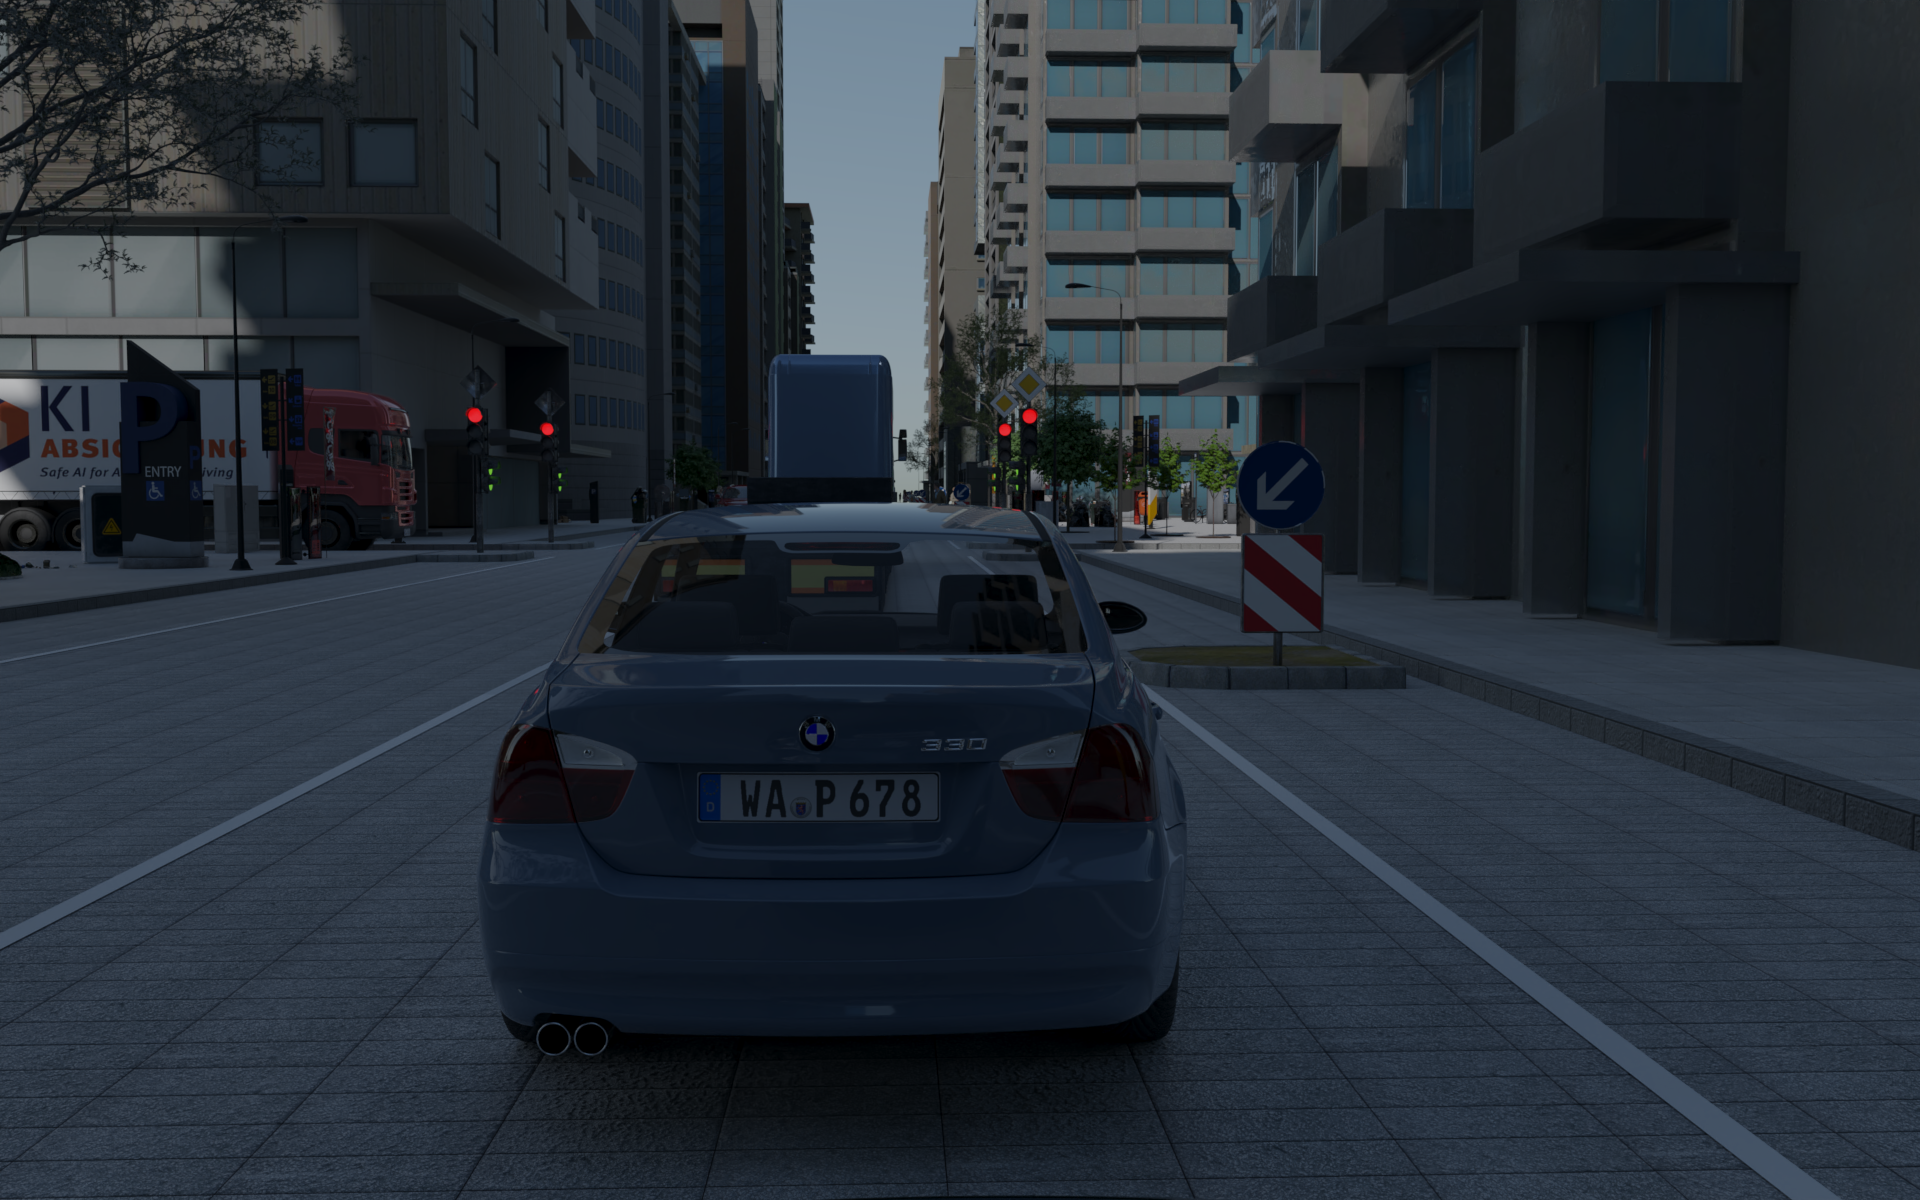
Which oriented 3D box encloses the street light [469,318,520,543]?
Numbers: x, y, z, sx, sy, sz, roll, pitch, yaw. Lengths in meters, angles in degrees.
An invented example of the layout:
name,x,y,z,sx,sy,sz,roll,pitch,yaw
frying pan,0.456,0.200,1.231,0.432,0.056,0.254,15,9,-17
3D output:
name,x,y,z,sx,sy,sz,roll,pitch,yaw
street light,-12.277,-4.474,45.699,1.470,5.913,1.316,0,4,-2

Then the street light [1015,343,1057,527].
name,x,y,z,sx,sy,sz,roll,pitch,yaw
street light,2.386,-4.943,53.361,1.470,5.913,1.316,0,4,-2

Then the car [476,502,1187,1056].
name,x,y,z,sx,sy,sz,roll,pitch,yaw
car,-0.320,0.378,5.817,2.014,1.417,4.499,0,4,-1

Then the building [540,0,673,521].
name,x,y,z,sx,sy,sz,roll,pitch,yaw
building,-27.903,-33.673,92.550,21.231,58.520,28.212,0,4,-2

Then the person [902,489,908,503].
name,x,y,z,sx,sy,sz,roll,pitch,yaw
person,-3.892,-6.759,119.603,0.643,1.750,0.593,1,4,8

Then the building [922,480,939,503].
name,x,y,z,sx,sy,sz,roll,pitch,yaw
building,11.327,-32.485,223.017,32.217,40.220,23.993,0,4,-2

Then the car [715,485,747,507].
name,x,y,z,sx,sy,sz,roll,pitch,yaw
car,-8.663,-3.742,69.852,2.281,1.827,5.304,0,4,-1

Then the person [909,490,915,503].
name,x,y,z,sx,sy,sz,roll,pitch,yaw
person,-3.373,-6.853,121.542,0.512,1.701,0.522,0,4,0

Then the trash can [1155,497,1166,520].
name,x,y,z,sx,sy,sz,roll,pitch,yaw
trash can,9.969,-4.546,85.976,0.748,1.137,0.748,0,3,0

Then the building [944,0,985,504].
name,x,y,z,sx,sy,sz,roll,pitch,yaw
building,10.159,-51.715,158.213,22.319,86.520,31.000,0,4,-2

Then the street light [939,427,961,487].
name,x,y,z,sx,sy,sz,roll,pitch,yaw
street light,-0.500,-9.060,120.677,1.470,5.913,1.316,0,4,-2

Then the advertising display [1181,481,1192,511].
name,x,y,z,sx,sy,sz,roll,pitch,yaw
advertising display,11.121,-4.889,85.147,0.123,1.923,0.974,-1,4,-20

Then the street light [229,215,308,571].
name,x,y,z,sx,sy,sz,roll,pitch,yaw
street light,-11.552,-3.452,28.980,1.470,5.913,1.316,0,4,-2

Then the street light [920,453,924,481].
name,x,y,z,sx,sy,sz,roll,pitch,yaw
street light,-3.734,-13.723,196.913,1.470,5.913,1.316,0,4,-2

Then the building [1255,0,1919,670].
name,x,y,z,sx,sy,sz,roll,pitch,yaw
building,16.109,-24.593,21.710,23.786,49.044,30.456,0,4,-2

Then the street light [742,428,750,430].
name,x,y,z,sx,sy,sz,roll,pitch,yaw
street light,-15.538,-9.164,122.365,1.470,5.913,1.316,0,4,-2

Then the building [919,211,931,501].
name,x,y,z,sx,sy,sz,roll,pitch,yaw
building,5.708,-39.461,264.798,23.786,49.044,30.456,0,4,-2

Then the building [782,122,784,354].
name,x,y,z,sx,sy,sz,roll,pitch,yaw
building,-25.723,-30.341,179.666,14.154,41.232,14.086,0,4,-2

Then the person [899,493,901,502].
name,x,y,z,sx,sy,sz,roll,pitch,yaw
person,-8.661,-14.707,250.427,0.415,1.643,0.593,1,4,20

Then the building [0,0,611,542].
name,x,y,z,sx,sy,sz,roll,pitch,yaw
building,-27.373,-28.605,56.930,28.713,52.752,27.495,0,4,-2

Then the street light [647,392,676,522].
name,x,y,z,sx,sy,sz,roll,pitch,yaw
street light,-13.683,-6.528,79.276,1.470,5.913,1.316,0,4,-2

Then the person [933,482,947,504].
name,x,y,z,sx,sy,sz,roll,pitch,yaw
person,-0.736,-3.088,58.899,0.656,1.842,0.836,1,4,16

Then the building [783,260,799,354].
name,x,y,z,sx,sy,sz,roll,pitch,yaw
building,-26.952,-26.886,211.292,14.160,30.474,14.107,0,4,-2

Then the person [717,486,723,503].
name,x,y,z,sx,sy,sz,roll,pitch,yaw
person,-10.504,-4.144,76.429,0.526,1.800,0.537,1,4,23

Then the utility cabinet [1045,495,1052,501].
name,x,y,z,sx,sy,sz,roll,pitch,yaw
utility cabinet,4.078,-4.586,86.147,1.020,1.237,0.306,-2,4,-33

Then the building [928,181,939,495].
name,x,y,z,sx,sy,sz,roll,pitch,yaw
building,2.636,-36.191,241.837,14.600,45.320,14.200,0,4,-2

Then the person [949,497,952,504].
name,x,y,z,sx,sy,sz,roll,pitch,yaw
person,-0.472,-4.642,88.652,0.590,1.304,0.306,-3,5,-43

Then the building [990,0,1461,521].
name,x,y,z,sx,sy,sz,roll,pitch,yaw
building,13.395,-29.681,104.886,23.786,49.044,30.456,0,4,-2

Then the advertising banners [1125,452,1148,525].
name,x,y,z,sx,sy,sz,roll,pitch,yaw
advertising banners,7.405,-4.648,72.180,0.090,3.025,2.074,-2,4,-26

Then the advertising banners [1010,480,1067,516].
name,x,y,z,sx,sy,sz,roll,pitch,yaw
advertising banners,2.884,-4.180,64.527,2.074,3.025,0.090,0,4,-1

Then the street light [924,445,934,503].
name,x,y,z,sx,sy,sz,roll,pitch,yaw
street light,-2.359,-11.652,163.058,1.470,5.913,1.316,0,4,-2

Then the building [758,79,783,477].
name,x,y,z,sx,sy,sz,roll,pitch,yaw
building,-24.820,-29.482,165.633,14.154,41.232,14.086,0,4,-2

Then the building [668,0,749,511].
name,x,y,z,sx,sy,sz,roll,pitch,yaw
building,-32.828,-26.926,132.121,32.217,40.220,23.993,0,4,-2

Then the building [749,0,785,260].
name,x,y,z,sx,sy,sz,roll,pitch,yaw
building,-31.328,-48.254,227.208,20.563,71.187,20.611,0,4,-2

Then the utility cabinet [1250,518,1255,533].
name,x,y,z,sx,sy,sz,roll,pitch,yaw
utility cabinet,9.347,-2.744,56.029,0.306,1.237,1.020,2,4,25

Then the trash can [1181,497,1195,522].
name,x,y,z,sx,sy,sz,roll,pitch,yaw
trash can,10.511,-4.148,79.471,0.748,1.137,0.748,0,3,0

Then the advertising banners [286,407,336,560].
name,x,y,z,sx,sy,sz,roll,pitch,yaw
advertising banners,-12.786,-2.325,34.200,0.090,3.025,2.074,0,4,7

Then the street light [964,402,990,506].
name,x,y,z,sx,sy,sz,roll,pitch,yaw
street light,0.917,-7.008,87.123,1.470,5.913,1.316,0,4,-2

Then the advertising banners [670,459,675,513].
name,x,y,z,sx,sy,sz,roll,pitch,yaw
advertising banners,-14.102,-5.429,84.960,0.090,3.025,2.074,0,4,-1

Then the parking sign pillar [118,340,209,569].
name,x,y,z,sx,sy,sz,roll,pitch,yaw
parking sign pillar,-13.909,-2.549,30.149,1.447,3.967,1.447,1,4,9

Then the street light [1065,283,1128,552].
name,x,y,z,sx,sy,sz,roll,pitch,yaw
street light,3.008,-4.020,38.262,1.470,5.913,1.316,0,4,-2

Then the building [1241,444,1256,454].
name,x,y,z,sx,sy,sz,roll,pitch,yaw
building,24.622,-24.650,57.654,28.867,44.769,22.147,0,4,-2

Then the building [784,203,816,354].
name,x,y,z,sx,sy,sz,roll,pitch,yaw
building,-32.468,-36.578,252.681,22.147,44.769,28.867,0,4,-2

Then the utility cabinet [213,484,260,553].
name,x,y,z,sx,sy,sz,roll,pitch,yaw
utility cabinet,-15.798,-1.785,37.859,0.318,1.500,1.173,1,4,12

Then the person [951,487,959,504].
name,x,y,z,sx,sy,sz,roll,pitch,yaw
person,-0.233,-4.602,84.290,0.362,1.759,0.519,2,4,27

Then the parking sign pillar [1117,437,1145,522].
name,x,y,z,sx,sy,sz,roll,pitch,yaw
parking sign pillar,7.943,-5.592,79.906,1.447,3.967,1.447,-1,4,-10

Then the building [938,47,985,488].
name,x,y,z,sx,sy,sz,roll,pitch,yaw
building,8.650,-34.366,185.583,21.300,48.544,21.600,0,4,-2

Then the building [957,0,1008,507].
name,x,y,z,sx,sy,sz,roll,pitch,yaw
building,10.476,-42.479,132.782,20.563,71.187,20.611,0,4,-2

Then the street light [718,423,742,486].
name,x,y,z,sx,sy,sz,roll,pitch,yaw
street light,-15.130,-8.563,112.548,1.470,5.913,1.316,0,4,-2

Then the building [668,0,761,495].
name,x,y,z,sx,sy,sz,roll,pitch,yaw
building,-24.980,-30.658,151.372,14.600,45.320,14.200,0,4,-2

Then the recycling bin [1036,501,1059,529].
name,x,y,z,sx,sy,sz,roll,pitch,yaw
recycling bin,3.111,-3.009,61.748,0.722,1.027,0.722,0,4,-7
